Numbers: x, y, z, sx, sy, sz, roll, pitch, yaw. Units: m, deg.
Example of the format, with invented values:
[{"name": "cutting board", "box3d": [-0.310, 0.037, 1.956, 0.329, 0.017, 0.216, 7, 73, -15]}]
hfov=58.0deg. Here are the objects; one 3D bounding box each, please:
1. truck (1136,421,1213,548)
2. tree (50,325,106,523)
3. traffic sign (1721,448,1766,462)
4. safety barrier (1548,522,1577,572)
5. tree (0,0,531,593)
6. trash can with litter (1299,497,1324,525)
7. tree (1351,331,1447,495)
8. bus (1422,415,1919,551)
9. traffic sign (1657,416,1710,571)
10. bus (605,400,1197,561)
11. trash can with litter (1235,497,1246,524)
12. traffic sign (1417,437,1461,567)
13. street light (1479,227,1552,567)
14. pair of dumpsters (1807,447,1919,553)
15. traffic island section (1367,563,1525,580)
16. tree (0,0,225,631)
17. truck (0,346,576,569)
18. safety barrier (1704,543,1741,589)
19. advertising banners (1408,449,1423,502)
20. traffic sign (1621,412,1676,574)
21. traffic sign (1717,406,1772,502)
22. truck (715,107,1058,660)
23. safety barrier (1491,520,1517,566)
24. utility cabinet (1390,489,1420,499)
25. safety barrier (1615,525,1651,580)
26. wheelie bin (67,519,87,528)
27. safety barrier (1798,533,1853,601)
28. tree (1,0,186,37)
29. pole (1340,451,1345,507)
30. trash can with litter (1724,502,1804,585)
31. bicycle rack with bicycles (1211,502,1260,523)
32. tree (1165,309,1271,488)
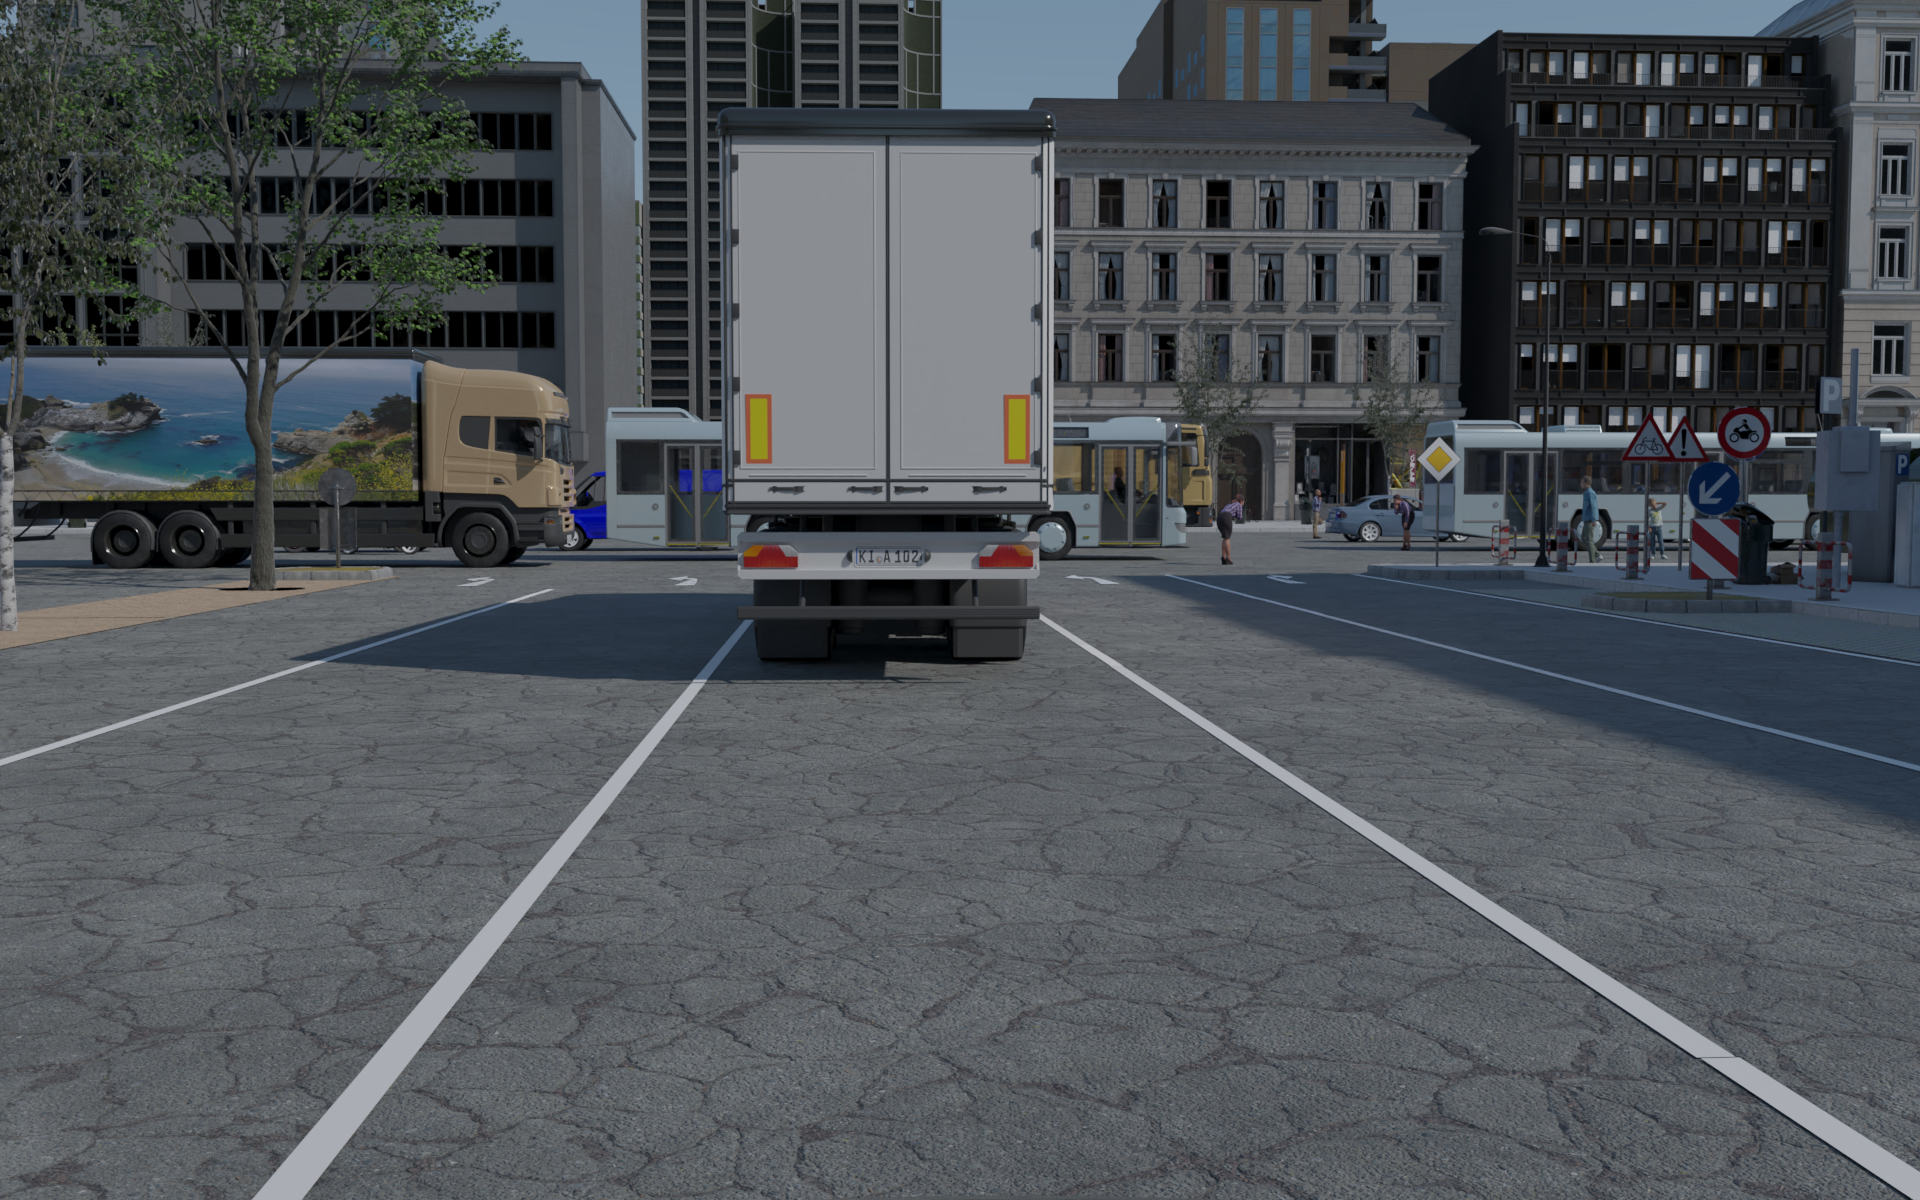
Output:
[{"name": "truck", "box3d": [2.663, -3.097, 46.557, 9.791, 3.379, 3.469, 0, 4, -4]}, {"name": "tree", "box3d": [-38.063, -7.595, 74.534, 4.737, 8.622, 4.395, 0, 3, 0]}, {"name": "traffic sign", "box3d": [12.287, -1.659, 27.229, 0.768, 2.556, 0.104, 0, 4, 4]}, {"name": "safety barrier", "box3d": [9.926, -0.873, 28.545, 0.300, 0.817, 1.120, 0, 4, -4]}, {"name": "tree", "box3d": [-10.203, -5.930, 25.169, 9.928, 11.665, 9.643, 0, 3, 0]}, {"name": "trash can with litter", "box3d": [14.704, -3.726, 72.306, 1.055, 1.170, 0.624, 2, 4, 33]}, {"name": "tree", "box3d": [19.351, -7.775, 77.486, 4.360, 8.622, 3.978, 0, 3, 0]}, {"name": "bus", "box3d": [18.793, -3.031, 44.422, 13.247, 3.499, 2.948, 0, 4, -3]}, {"name": "traffic sign", "box3d": [12.006, -1.762, 28.816, 0.884, 2.594, 0.081, 0, 4, -2]}, {"name": "bus", "box3d": [-0.919, -2.643, 38.078, 13.247, 3.499, 2.948, 0, 4, -3]}, {"name": "trash can with litter", "box3d": [11.953, -3.853, 74.384, 0.624, 1.170, 1.055, 0, 4, 1]}, {"name": "traffic sign", "box3d": [8.366, -1.632, 30.329, 0.795, 2.450, 0.064, 0, 4, -4]}, {"name": "street light", "box3d": [9.739, -3.537, 30.365, 1.470, 5.913, 1.316, 0, 4, -4]}, {"name": "pair of dumpsters", "box3d": [14.811, -1.457, 26.313, 1.574, 2.255, 4.437, 0, 4, -3]}, {"name": "traffic island section", "box3d": [8.389, -0.497, 30.408, 2.009, 0.180, 2.903, 0, 4, -4]}, {"name": "tree", "box3d": [-9.946, -3.989, 18.033, 4.360, 8.622, 3.978, 0, 3, 0]}, {"name": "truck", "box3d": [-12.770, -2.775, 34.288, 11.283, 4.237, 2.839, 0, 4, -4]}, {"name": "safety barrier", "box3d": [10.247, -0.559, 23.408, 0.300, 0.817, 1.120, 0, 4, -4]}, {"name": "advertising banners", "box3d": [18.123, -4.373, 67.687, 2.074, 3.025, 0.090, -3, 4, -39]}, {"name": "traffic sign", "box3d": [10.961, -1.690, 27.639, 0.884, 2.594, 0.081, 0, 4, 0]}, {"name": "traffic sign", "box3d": [11.395, -1.538, 25.254, 0.768, 2.556, 0.104, 0, 4, 4]}, {"name": "truck", "box3d": [-0.703, -1.793, 18.233, 2.839, 4.237, 11.283, 0, 4, -2]}, {"name": "safety barrier", "box3d": [9.768, -1.030, 31.114, 0.300, 0.817, 1.120, 0, 4, -4]}, {"name": "utility cabinet", "box3d": [18.887, -3.967, 73.531, 1.173, 1.500, 0.318, 0, 4, -1]}, {"name": "safety barrier", "box3d": [10.087, -0.716, 25.974, 0.300, 0.817, 1.120, 0, 4, -4]}, {"name": "wheelie bin", "box3d": [-33.427, -3.522, 65.487, 0.980, 1.594, 0.693, -1, 4, -23]}, {"name": "safety barrier", "box3d": [10.404, -0.402, 20.841, 0.300, 0.817, 1.120, 0, 4, -4]}, {"name": "tree", "box3d": [-9.580, -5.876, 8.905, 12.009, 13.543, 11.850, 0, 3, 0]}, {"name": "pole", "box3d": [18.013, -5.367, 81.599, 0.158, 3.312, 0.155, 0, 3, 0]}, {"name": "trash can with litter", "box3d": [11.435, -0.814, 24.692, 1.055, 1.170, 0.624, -1, 4, -14]}, {"name": "bicycle rack with bicycles", "box3d": [12.114, -3.997, 78.738, 2.852, 0.926, 2.925, 0, 4, -8]}, {"name": "tree", "box3d": [9.944, -7.240, 68.740, 4.360, 8.622, 3.978, 0, 3, 0]}]
